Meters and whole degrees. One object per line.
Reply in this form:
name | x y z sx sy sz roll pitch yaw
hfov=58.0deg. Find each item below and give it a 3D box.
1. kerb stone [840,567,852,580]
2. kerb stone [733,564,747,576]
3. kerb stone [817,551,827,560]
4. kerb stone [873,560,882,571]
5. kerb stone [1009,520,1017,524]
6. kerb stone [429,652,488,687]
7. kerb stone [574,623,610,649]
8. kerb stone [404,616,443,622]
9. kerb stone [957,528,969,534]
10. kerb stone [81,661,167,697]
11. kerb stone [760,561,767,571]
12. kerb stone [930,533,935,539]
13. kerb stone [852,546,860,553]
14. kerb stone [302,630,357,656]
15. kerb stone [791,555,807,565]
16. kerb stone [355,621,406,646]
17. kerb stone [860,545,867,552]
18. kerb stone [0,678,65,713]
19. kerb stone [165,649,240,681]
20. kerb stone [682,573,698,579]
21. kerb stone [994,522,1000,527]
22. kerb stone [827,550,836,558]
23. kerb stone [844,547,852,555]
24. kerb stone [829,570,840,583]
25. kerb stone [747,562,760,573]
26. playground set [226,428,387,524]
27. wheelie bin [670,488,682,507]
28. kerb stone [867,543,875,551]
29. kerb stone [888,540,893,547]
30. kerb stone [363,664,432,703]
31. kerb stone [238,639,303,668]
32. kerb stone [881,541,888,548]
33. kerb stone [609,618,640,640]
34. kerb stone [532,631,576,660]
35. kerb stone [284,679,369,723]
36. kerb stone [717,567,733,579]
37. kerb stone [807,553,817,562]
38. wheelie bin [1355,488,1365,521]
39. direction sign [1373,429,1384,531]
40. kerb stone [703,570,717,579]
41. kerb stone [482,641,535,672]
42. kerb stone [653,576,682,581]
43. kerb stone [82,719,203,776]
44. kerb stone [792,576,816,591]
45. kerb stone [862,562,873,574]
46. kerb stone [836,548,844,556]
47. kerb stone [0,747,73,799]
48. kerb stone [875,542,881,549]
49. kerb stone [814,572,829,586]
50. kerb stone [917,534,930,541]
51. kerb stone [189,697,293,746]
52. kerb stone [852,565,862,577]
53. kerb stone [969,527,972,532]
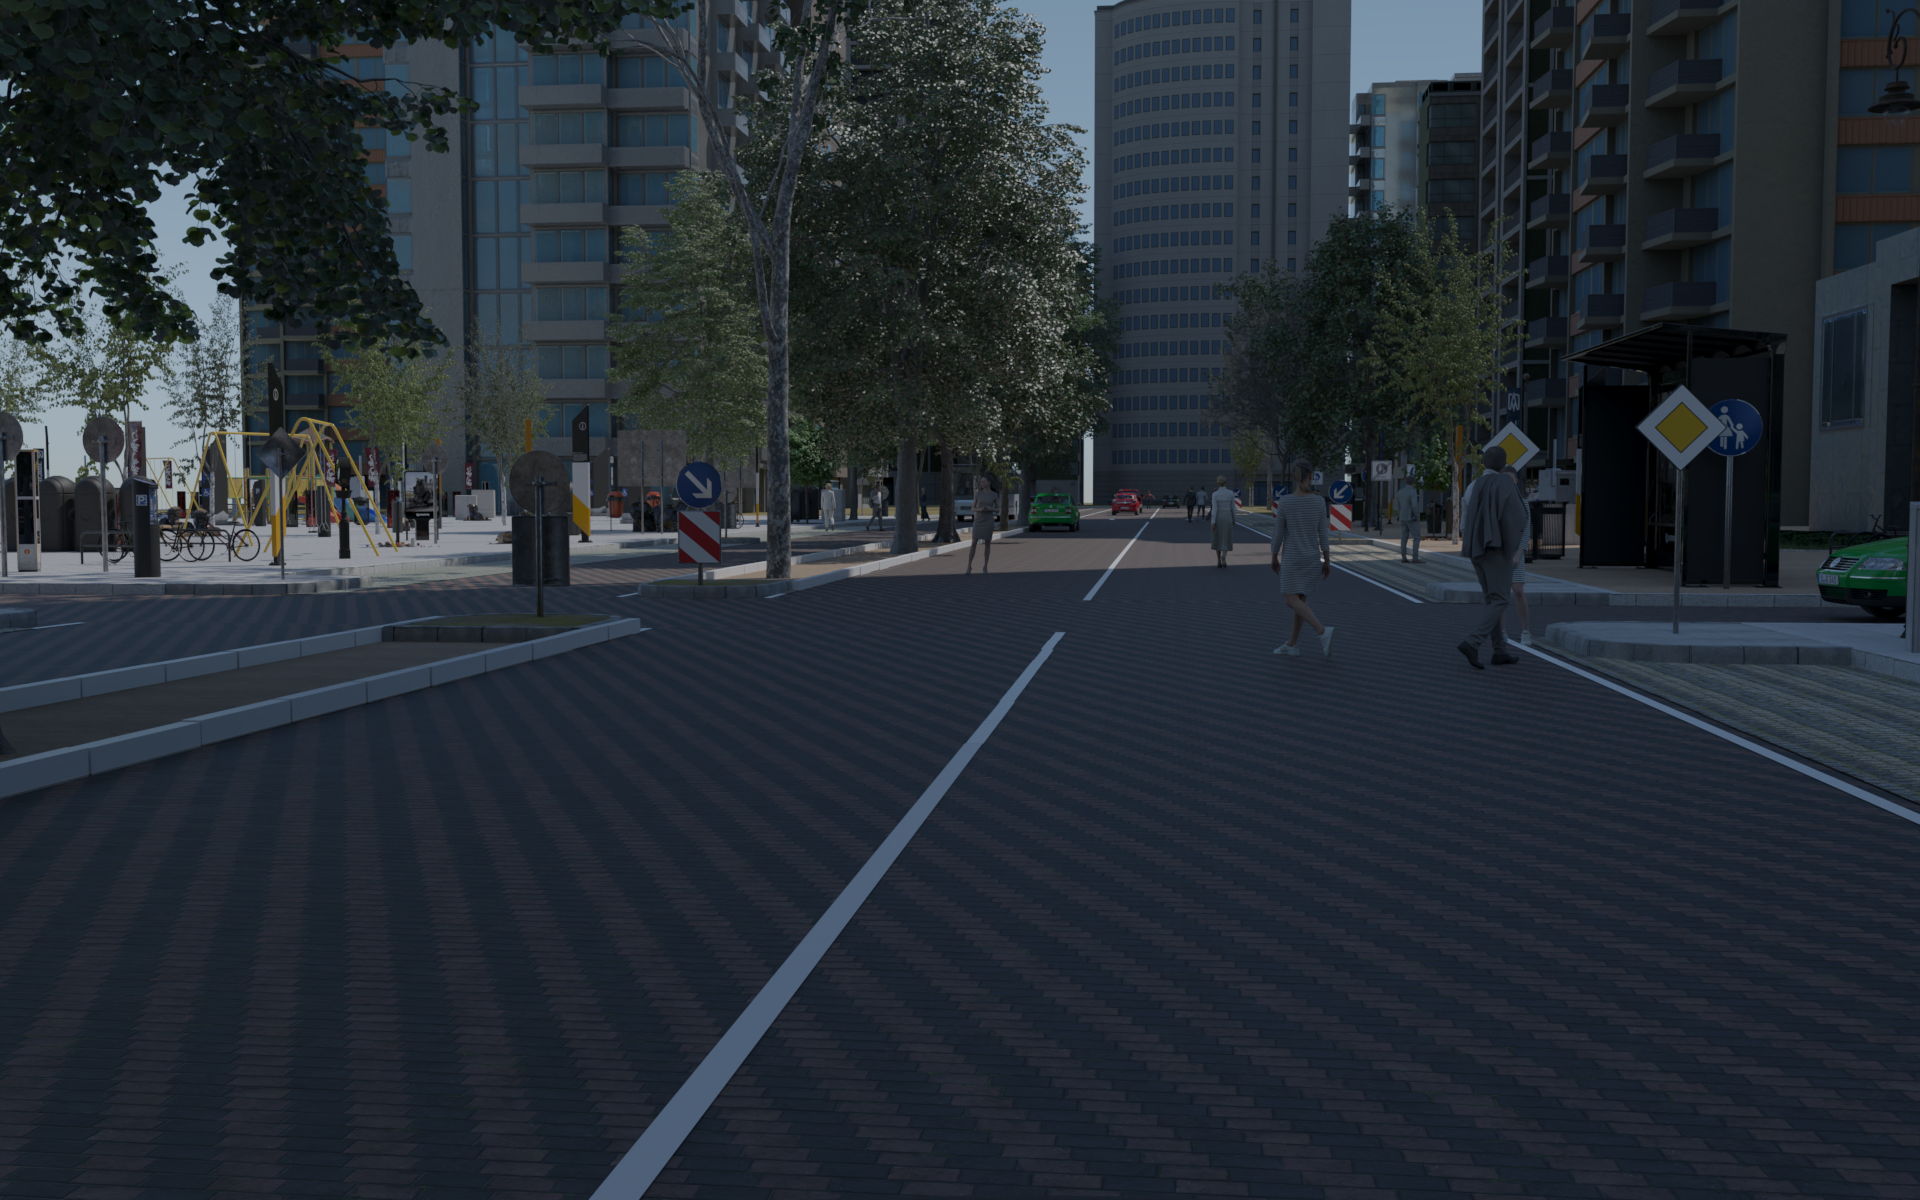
kerb stone | -2.013 -0.427 29.176 0.120 0.150 1.000 0 4 7
kerb stone | -3.976 -0.505 30.449 0.120 0.150 1.000 0 4 7
kerb stone | -3.105 -0.940 37.568 0.120 0.150 1.000 0 4 7
kerb stone | -1.646 -0.613 32.220 0.120 0.150 1.000 0 4 7
kerb stone | 2.575 -3.800 84.361 0.120 0.150 1.000 0 4 7
kerb stone | -3.926 0.539 13.385 0.120 0.150 1.000 0 4 7
kerb stone | -3.561 0.355 16.436 0.120 0.150 1.000 0 4 7
kerb stone | -5.518 0.275 17.700 0.120 0.150 1.000 0 4 7
kerb stone | 0.104 -2.559 64.032 0.120 0.150 1.000 0 4 7
kerb stone | -6.138 0.587 12.616 0.120 0.150 1.000 0 4 7
kerb stone | -3.724 -0.629 32.486 0.120 0.150 1.000 0 4 7
kerb stone | -1.005 -1.999 54.874 0.120 0.150 1.000 0 4 7
kerb stone | -2.612 -1.186 41.650 0.120 0.150 1.000 0 4 7
kerb stone | -5.767 0.403 15.668 0.120 0.150 1.000 0 4 7
kerb stone | -3.359 -0.814 35.531 0.120 0.150 1.000 0 4 7
kerb stone | -5.644 0.339 16.686 0.120 0.150 1.000 0 4 7
kerb stone | -2.487 -1.245 42.665 0.120 0.150 1.000 0 4 7
kerb stone | -6.258 0.648 11.600 0.120 0.150 1.000 0 4 7
kerb stone | -6.017 0.527 13.639 0.120 0.150 1.000 0 4 7
kerb stone | -4.338 -0.313 27.392 0.120 0.150 1.000 0 4 7
kerb stone | 1.716 -3.364 77.242 0.120 0.150 1.000 0 4 7
kerb stone | -2.984 -0.997 38.588 0.120 0.150 1.000 0 4 7
kerb stone | -2.738 -1.127 40.629 0.120 0.150 1.000 0 4 7
kerb stone | -2.138 -0.358 28.160 0.120 0.150 1.000 0 4 7
kerb stone | -3.849 -0.567 31.464 0.120 0.150 1.000 0 4 7
playground set | -28.460 -5.404 75.141 5.637 4.214 5.302 1 4 18
wheelie bin | -14.839 -5.106 91.389 0.980 1.594 0.693 1 4 12
kerb stone | -2.360 -1.310 43.682 0.120 0.150 1.000 0 4 7
kerb stone | -1.994 -1.500 46.727 0.120 0.150 1.000 0 4 7
kerb stone | -4.055 0.601 12.365 0.120 0.150 1.000 0 4 7
kerb stone | -5.888 0.461 14.653 0.120 0.150 1.000 0 4 7
kerb stone | -2.116 -1.438 45.712 0.120 0.150 1.000 0 4 7
kerb stone | -3.433 0.295 17.461 0.120 0.150 1.000 0 4 7
kerb stone | -3.671 0.418 15.417 0.120 0.150 1.000 0 4 7
kerb stone | -4.179 0.664 11.346 0.120 0.150 1.000 0 4 7
kerb stone | -4.089 -0.441 29.434 0.120 0.150 1.000 0 4 7
kerb stone | -3.233 -0.875 36.546 0.120 0.150 1.000 0 4 7
wheelie bin | 19.088 -4.622 83.486 0.980 1.594 0.693 0 4 5
direction sign | 14.746 -4.217 60.953 0.379 3.537 0.876 0 4 -2
kerb stone | -4.215 -0.376 28.416 0.120 0.150 1.000 0 4 7
kerb stone | -3.801 0.477 14.403 0.120 0.150 1.000 0 4 7
kerb stone | -4.464 -0.256 26.375 0.120 0.150 1.000 0 4 7
kerb stone | -4.416 0.796 9.311 0.120 0.150 1.000 0 4 7
kerb stone | -2.378 -0.240 26.123 0.120 0.150 1.000 0 4 7
kerb stone | -1.758 -0.551 31.204 0.120 0.150 1.000 0 4 7
kerb stone | -2.860 -1.065 39.609 0.120 0.150 1.000 0 4 7
kerb stone | -4.540 0.854 8.296 0.120 0.150 1.000 0 4 7
kerb stone | -2.239 -1.376 44.697 0.120 0.150 1.000 0 4 7
kerb stone | -2.256 -0.303 27.144 0.120 0.150 1.000 0 4 7
kerb stone | -1.128 -1.927 53.855 0.120 0.150 1.000 0 4 7
kerb stone | -4.301 0.727 10.326 0.120 0.150 1.000 0 4 7
kerb stone | -1.896 -0.489 30.191 0.120 0.150 1.000 0 4 7
kerb stone | 0.232 -2.621 65.046 0.120 0.150 1.000 0 4 7
